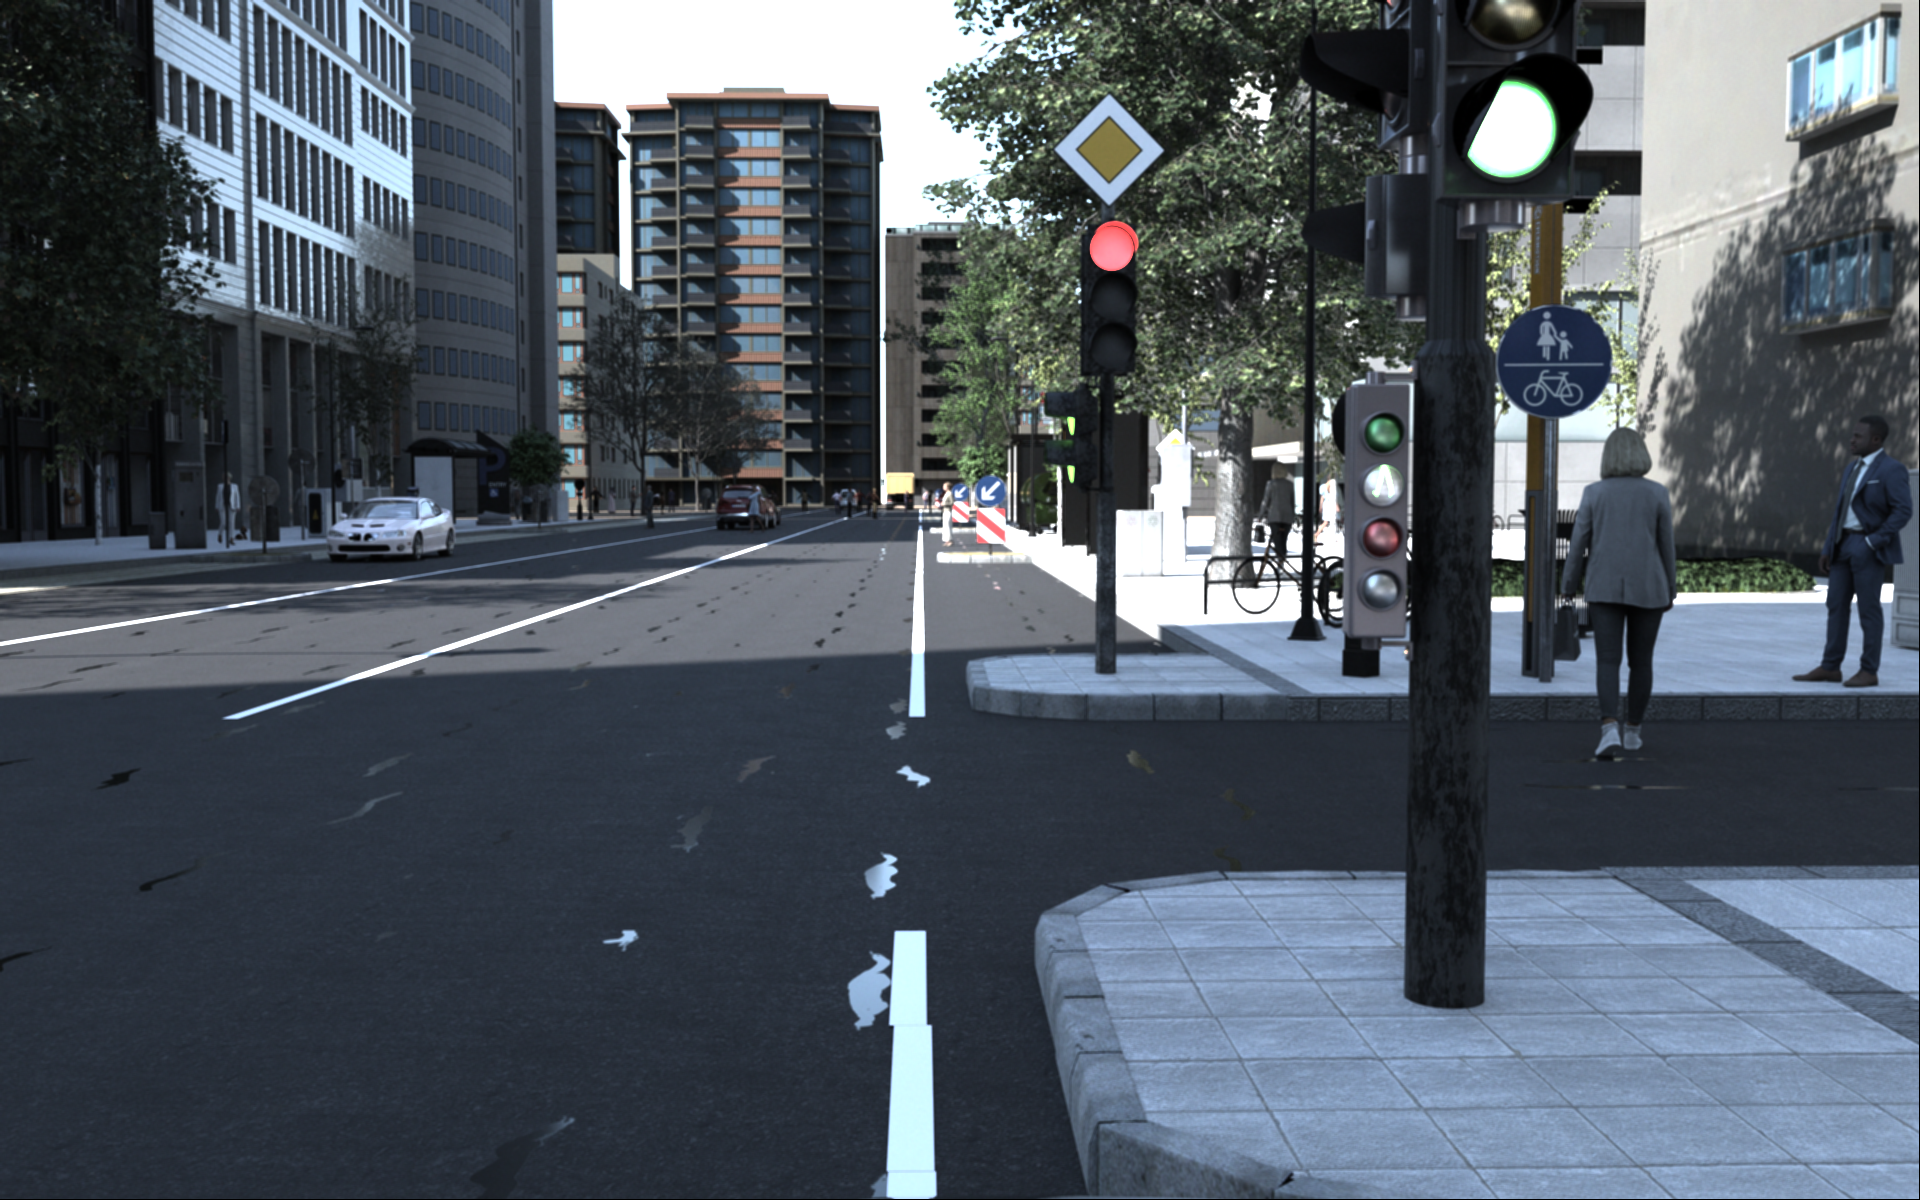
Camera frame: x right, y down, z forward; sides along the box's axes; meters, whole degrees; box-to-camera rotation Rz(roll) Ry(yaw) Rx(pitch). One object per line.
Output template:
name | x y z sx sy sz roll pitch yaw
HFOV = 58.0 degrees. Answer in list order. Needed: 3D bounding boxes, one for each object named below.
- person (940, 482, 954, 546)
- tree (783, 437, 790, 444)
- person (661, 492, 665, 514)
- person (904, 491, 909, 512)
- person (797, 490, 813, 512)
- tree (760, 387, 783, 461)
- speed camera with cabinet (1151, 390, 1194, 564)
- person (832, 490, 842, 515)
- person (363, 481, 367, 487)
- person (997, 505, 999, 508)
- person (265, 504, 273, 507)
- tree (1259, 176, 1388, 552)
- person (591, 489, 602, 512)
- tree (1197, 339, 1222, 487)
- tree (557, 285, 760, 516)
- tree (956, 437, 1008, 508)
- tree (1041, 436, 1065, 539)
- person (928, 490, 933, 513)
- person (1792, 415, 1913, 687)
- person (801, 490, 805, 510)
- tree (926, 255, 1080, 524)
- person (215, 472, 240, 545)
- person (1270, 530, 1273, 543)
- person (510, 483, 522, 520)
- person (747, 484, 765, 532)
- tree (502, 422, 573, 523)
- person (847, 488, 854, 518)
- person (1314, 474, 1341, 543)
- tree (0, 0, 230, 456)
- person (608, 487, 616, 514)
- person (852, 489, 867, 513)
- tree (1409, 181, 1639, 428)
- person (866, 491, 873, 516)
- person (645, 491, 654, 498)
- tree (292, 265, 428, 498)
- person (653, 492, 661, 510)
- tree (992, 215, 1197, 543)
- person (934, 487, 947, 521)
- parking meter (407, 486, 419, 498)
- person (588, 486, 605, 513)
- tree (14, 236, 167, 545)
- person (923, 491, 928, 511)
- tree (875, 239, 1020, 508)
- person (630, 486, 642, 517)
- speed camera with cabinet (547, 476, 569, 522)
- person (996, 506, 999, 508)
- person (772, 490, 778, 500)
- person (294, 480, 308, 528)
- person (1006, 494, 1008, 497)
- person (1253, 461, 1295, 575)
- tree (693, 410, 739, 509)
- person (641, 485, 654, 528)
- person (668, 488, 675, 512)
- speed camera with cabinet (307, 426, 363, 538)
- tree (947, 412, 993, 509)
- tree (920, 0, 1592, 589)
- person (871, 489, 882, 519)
person | -0.371 -2.381 47.974 0.362 1.759 0.519 -1 4 -16
tree | -21.013 -15.387 161.951 12.009 13.543 11.850 0 3 0
person | -19.008 -6.204 110.741 0.557 1.426 1.065 0 4 -5
person | -4.224 -7.805 137.025 0.530 1.710 0.541 2 4 28
person | -12.725 -8.169 142.160 1.348 1.812 0.705 0 4 3
tree | -20.004 -13.482 130.800 12.009 13.543 11.850 0 3 0
speed camera with cabinet | 3.983 -2.347 32.710 0.660 3.252 2.038 0 4 2
person | -8.589 -6.806 120.717 0.756 1.711 0.436 -1 4 -10
person | -23.381 -3.785 68.028 0.767 1.812 0.694 -1 4 -21
person | 3.352 -8.467 147.709 0.421 1.427 0.697 -1 4 -17
person | -24.304 -3.334 60.743 0.592 1.802 0.473 0 3 0
tree | 8.090 -5.382 38.353 4.360 8.622 3.978 0 3 0
person | -26.452 -7.311 125.678 0.705 1.812 1.348 2 4 34
tree | 6.826 -6.471 56.159 4.737 8.622 4.395 0 3 0
tree | -18.965 -11.759 102.625 12.009 13.543 11.850 0 3 0
tree | 1.403 -7.116 100.067 4.285 4.588 4.351 0 3 0
tree | 3.292 -3.373 49.746 1.663 3.219 1.824 0 3 0
person | -2.191 -6.919 122.448 0.721 1.723 1.217 0 4 -4
person | 6.029 -0.329 11.603 0.419 1.800 0.721 -1 4 -18
person | -14.536 -9.288 160.360 1.348 1.824 0.705 3 5 43
tree | 2.382 -9.123 74.911 9.928 11.665 9.643 0 3 0
person | -18.561 -2.320 43.852 0.514 1.842 0.818 -3 5 -40
person | 8.297 -2.370 45.221 0.576 1.772 0.534 0 4 0
person | -22.189 -4.930 86.606 0.622 1.834 0.822 0 3 0
person | -7.655 -3.424 64.582 0.616 1.811 0.778 3 4 38
tree | -18.976 -5.722 77.271 4.285 4.588 4.351 0 3 0
person | -6.664 -5.908 105.081 0.705 1.826 1.348 1 4 10
person | 9.634 -2.388 45.183 0.778 1.811 0.616 -1 4 -23
tree | -17.296 -6.882 29.521 9.611 12.733 9.660 0 3 0
person | -22.742 -6.516 113.249 0.621 1.740 0.551 -2 4 -31
person | -7.811 -7.708 134.467 1.348 1.831 0.705 1 4 13
tree | 10.126 -5.051 32.943 4.737 8.622 4.395 0 3 0
person | -5.857 -6.254 112.219 0.415 1.643 0.593 0 4 2
person | -25.930 -8.380 143.770 1.217 1.735 0.721 -3 5 -44
tree | -18.697 -6.394 54.902 4.360 8.622 3.978 0 3 0
person | -24.629 -8.052 140.880 0.628 1.438 0.799 -1 4 -12
tree | 2.820 -5.795 45.114 4.737 8.622 4.395 0 3 0
person | -0.825 -4.995 90.113 0.705 1.831 1.348 3 5 43
parking meter | -17.922 -2.958 56.780 0.372 1.533 0.369 0 3 0
person | -24.688 -6.811 117.532 0.705 1.807 1.348 3 5 45
tree | -21.916 -5.688 43.355 4.737 8.622 4.395 0 3 0
person | -2.876 -8.529 148.890 0.436 1.711 0.756 3 4 37
tree | 0.469 -16.744 129.658 12.611 20.169 13.585 0 3 0
person | -18.316 -5.591 97.991 0.750 1.759 0.617 0 4 -8
speed camera with cabinet | -18.958 -5.333 81.532 0.660 3.252 2.038 -2 4 -27
person | 3.341 -9.093 154.728 0.705 1.822 1.348 3 4 37
person | -16.406 -8.767 151.798 1.348 1.831 0.705 3 5 39
person | -24.393 -3.553 64.403 0.678 1.792 0.850 -1 4 -22
person | 4.910 -9.643 163.694 1.348 1.826 0.705 1 4 20
person | 4.984 -1.294 27.383 0.709 1.800 0.728 -1 4 -9
tree | -20.464 -11.911 145.103 4.360 8.622 3.978 0 3 0
person | -13.125 -3.918 72.739 0.590 1.801 0.661 -2 4 -24
person | -20.796 -7.214 124.918 0.541 1.710 0.530 -1 4 -10
speed camera with cabinet | -18.293 -3.442 50.617 2.038 3.252 0.660 3 4 37
tree | 1.091 -12.279 151.122 4.360 8.622 3.978 0 3 0
tree | 3.670 -7.141 23.417 9.857 13.997 8.962 0 3 0
person | -4.876 -5.614 100.812 0.721 1.766 1.217 -2 4 -34
